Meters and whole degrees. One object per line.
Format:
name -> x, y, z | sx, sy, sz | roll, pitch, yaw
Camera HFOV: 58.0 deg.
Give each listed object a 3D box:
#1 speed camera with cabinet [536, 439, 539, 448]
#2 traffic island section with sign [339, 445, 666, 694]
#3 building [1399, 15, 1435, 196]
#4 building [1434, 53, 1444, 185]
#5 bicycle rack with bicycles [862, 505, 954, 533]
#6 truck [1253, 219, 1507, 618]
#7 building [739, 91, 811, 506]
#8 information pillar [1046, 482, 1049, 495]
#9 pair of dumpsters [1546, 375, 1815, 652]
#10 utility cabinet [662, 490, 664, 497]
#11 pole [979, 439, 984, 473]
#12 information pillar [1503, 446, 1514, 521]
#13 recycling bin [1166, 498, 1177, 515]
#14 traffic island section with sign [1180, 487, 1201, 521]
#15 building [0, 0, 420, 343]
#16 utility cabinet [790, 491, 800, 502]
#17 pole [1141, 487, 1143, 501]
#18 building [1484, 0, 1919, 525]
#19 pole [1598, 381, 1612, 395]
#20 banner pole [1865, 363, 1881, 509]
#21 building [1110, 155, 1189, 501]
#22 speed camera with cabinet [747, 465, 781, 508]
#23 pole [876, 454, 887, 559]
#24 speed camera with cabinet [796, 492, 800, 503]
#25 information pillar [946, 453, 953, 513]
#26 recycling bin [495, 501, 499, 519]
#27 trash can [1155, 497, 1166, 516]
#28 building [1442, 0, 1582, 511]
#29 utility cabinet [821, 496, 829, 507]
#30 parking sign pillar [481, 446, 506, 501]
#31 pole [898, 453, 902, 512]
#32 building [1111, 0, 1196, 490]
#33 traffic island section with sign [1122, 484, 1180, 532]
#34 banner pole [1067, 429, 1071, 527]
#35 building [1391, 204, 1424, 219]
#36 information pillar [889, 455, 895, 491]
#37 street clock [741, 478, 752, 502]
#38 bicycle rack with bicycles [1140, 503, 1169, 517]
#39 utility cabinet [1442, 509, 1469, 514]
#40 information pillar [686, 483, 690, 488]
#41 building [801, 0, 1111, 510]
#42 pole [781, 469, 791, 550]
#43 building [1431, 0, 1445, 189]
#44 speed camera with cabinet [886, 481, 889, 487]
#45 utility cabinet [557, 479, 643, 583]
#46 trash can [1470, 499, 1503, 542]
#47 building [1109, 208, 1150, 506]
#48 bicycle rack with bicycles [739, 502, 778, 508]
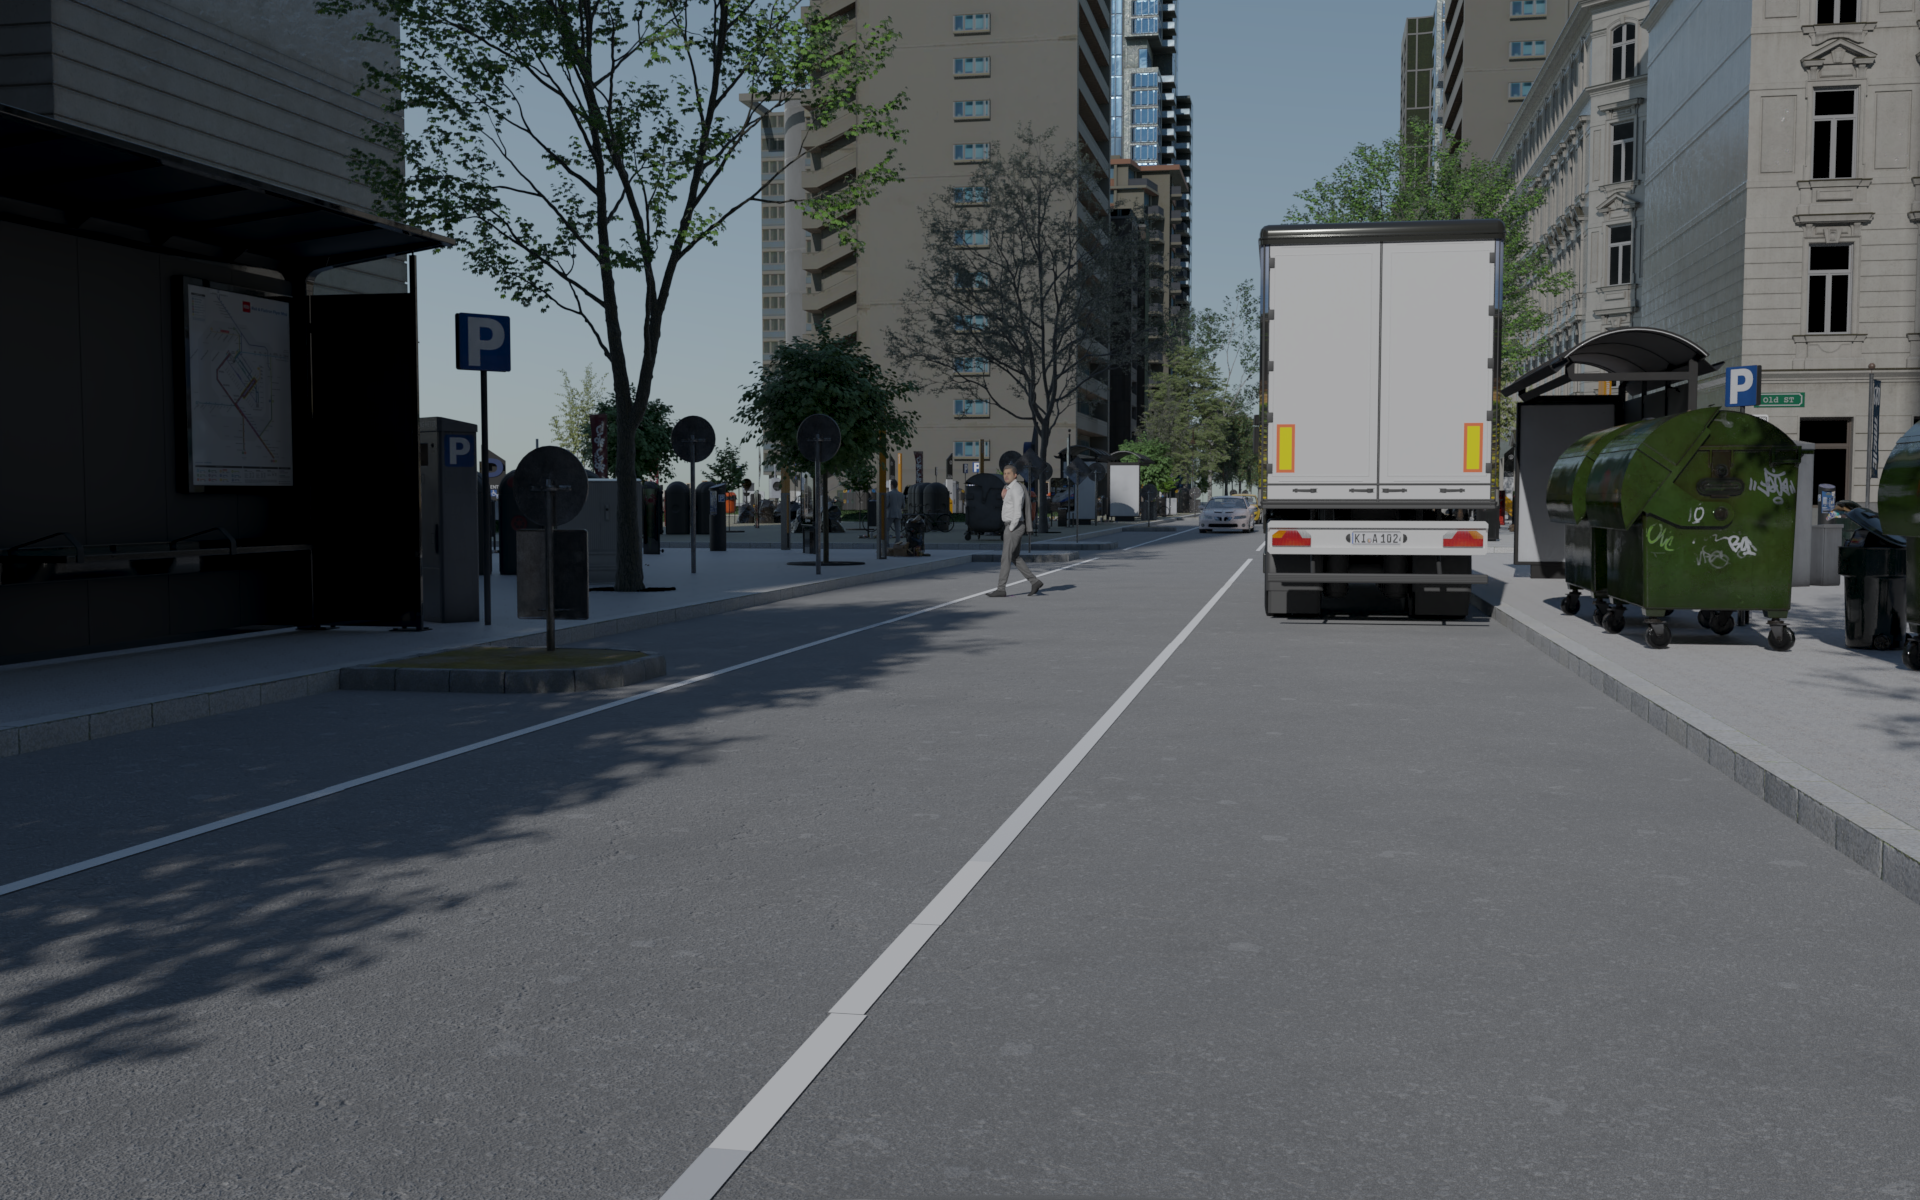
speed camera with cabinet -> -14.432, -4.150, 62.189 | 2.038, 3.252, 0.660 | 0, 4, -2
traffic island section with sign -> -3.391, -0.293, 13.424 | 1.989, 1.847, 2.006 | 1, 4, 11
building -> 74.097, -50.173, 258.578 | 20.563, 71.187, 20.611 | 1, 4, 11
building -> 56.975, -33.330, 164.555 | 23.786, 49.044, 30.456 | 1, 4, 11
bicycle rack with bicycles -> -1.487, -2.752, 58.380 | 2.925, 0.926, 2.852 | 2, 4, 26
truck -> 5.327, -2.107, 23.371 | 2.839, 4.237, 11.283 | 1, 4, 10
building -> -1.132, -28.500, 157.862 | 32.217, 40.220, 23.993 | 1, 4, 11
information pillar -> 5.227, -6.167, 105.319 | 0.304, 2.012, 0.304 | -1, 4, -10
pair of dumpsters -> 6.568, -0.834, 16.128 | 1.574, 2.255, 4.437 | 1, 4, 11
utility cabinet -> -16.840, -5.610, 100.399 | 1.173, 1.500, 0.318 | 0, 4, 5
pole -> 0.800, -4.321, 64.492 | 0.158, 3.312, 0.155 | 0, 3, 0
information pillar -> 26.435, -5.630, 83.411 | 0.504, 3.616, 0.183 | 1, 4, 17
recycling bin -> 13.015, -5.809, 107.533 | 0.722, 1.027, 0.722 | -1, 4, -10
traffic island section with sign -> 12.891, -5.253, 94.518 | 1.989, 1.847, 2.006 | 1, 4, 11
building -> -19.832, -11.003, 29.053 | 18.267, 20.994, 9.793 | 1, 4, 11
utility cabinet -> -11.426, -6.761, 119.218 | 1.173, 1.500, 0.318 | 3, 4, 38
pole -> 11.396, -6.973, 107.844 | 0.158, 3.312, 0.155 | 0, 3, 0
building -> 38.810, -19.330, 92.463 | 17.030, 29.872, 44.131 | 1, 4, 11
pole -> 10.937, -2.178, 29.461 | 0.158, 3.312, 0.155 | 0, 3, 0
banner pole -> 17.563, -2.650, 33.339 | 0.401, 3.779, 0.863 | 3, 5, 43
building -> 18.179, -34.986, 226.646 | 22.147, 44.769, 28.867 | 1, 4, 11
speed camera with cabinet -> -11.143, -6.376, 98.588 | 2.038, 3.252, 0.660 | -1, 4, -20
pole -> -1.543, -2.459, 34.041 | 0.158, 3.312, 0.155 | 0, 3, 0
speed camera with cabinet -> -10.344, -7.537, 117.559 | 0.660, 3.252, 2.038 | 2, 4, 26
information pillar -> -0.592, -6.525, 98.034 | 0.183, 3.616, 0.504 | 3, 5, 42
recycling bin -> -16.826, -3.011, 61.790 | 0.722, 1.027, 0.722 | 3, 5, 43
trash can -> 11.587, -5.403, 99.986 | 0.748, 1.137, 0.748 | 0, 3, 0
building -> 50.508, -31.539, 139.368 | 21.300, 48.544, 21.600 | 1, 4, 11
utility cabinet -> -5.625, -3.575, 69.616 | 0.306, 1.237, 1.020 | -2, 4, -29
parking sign pillar -> -25.359, -6.467, 94.215 | 1.447, 3.967, 1.447 | -1, 4, -14
pole -> -2.998, -5.681, 86.726 | 0.158, 3.312, 0.155 | 0, 3, 0
building -> 24.112, -57.614, 254.665 | 22.319, 86.520, 31.000 | 1, 4, 11
traffic island section with sign -> 7.340, -3.565, 66.917 | 1.989, 1.847, 2.006 | 1, 4, 11
banner pole -> 4.179, -4.694, 66.762 | 0.401, 3.779, 0.863 | 0, 4, -5
building -> 67.291, -34.213, 242.978 | 14.154, 41.232, 14.086 | 1, 4, 11
information pillar -> -3.968, -6.719, 101.211 | 0.183, 3.616, 0.504 | 2, 4, 35
street clock -> -9.791, -4.583, 79.508 | 0.471, 2.002, 0.358 | -1, 4, -12
bicycle rack with bicycles -> 10.219, -5.089, 96.587 | 2.925, 0.926, 2.852 | 1, 4, 11
utility cabinet -> 20.336, -3.825, 71.214 | 0.318, 1.500, 1.173 | -3, 4, -36
information pillar -> -18.476, -6.953, 118.179 | 0.304, 2.012, 0.304 | 1, 4, 13
building -> -0.175, -31.211, 134.000 | 21.300, 48.544, 21.600 | 1, 4, 11
pole -> -4.003, -2.805, 39.697 | 0.158, 3.312, 0.155 | 0, 3, 0
building -> 68.345, -55.369, 217.947 | 22.319, 86.520, 31.000 | 1, 4, 11
speed camera with cabinet -> -4.725, -7.723, 120.600 | 0.660, 3.252, 2.038 | 1, 4, 18
utility cabinet -> -5.139, -0.980, 24.695 | 1.173, 1.500, 0.318 | -1, 4, -16
trash can -> 14.323, -2.161, 46.992 | 0.748, 1.137, 0.748 | 0, 3, 0
building -> 11.466, -24.669, 175.032 | 14.160, 30.474, 14.107 | 1, 4, 11
bicycle rack with bicycles -> -10.932, -5.032, 95.647 | 2.852, 0.926, 2.925 | 1, 4, 10
